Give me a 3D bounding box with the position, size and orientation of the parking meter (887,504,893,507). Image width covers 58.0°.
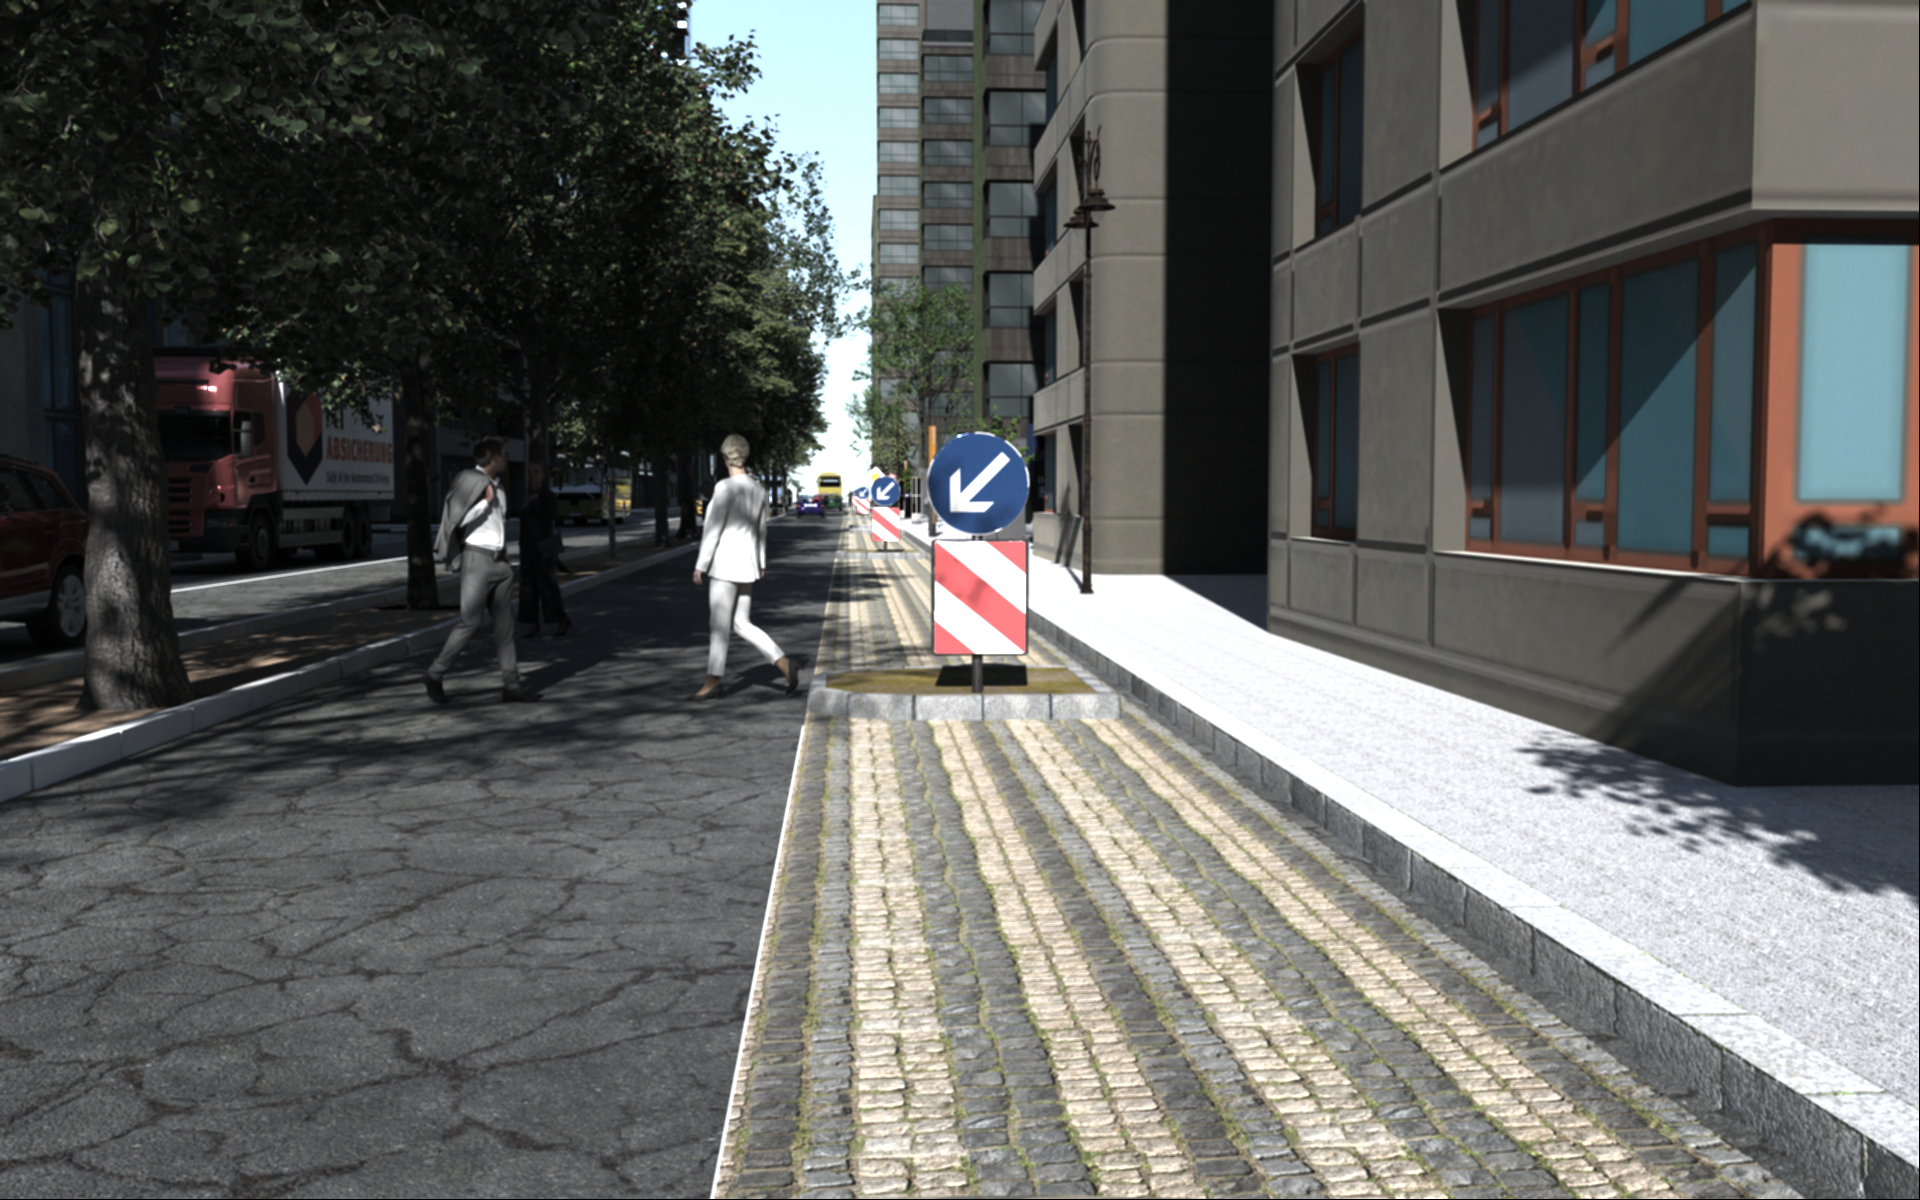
[{"bbox_3d":[-4.311,-5.974,106.081,0.372,1.533,0.369,0,3,0],"label":"parking meter"}]

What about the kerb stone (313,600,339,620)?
[{"bbox_3d":[-7.407,0.138,19.998,0.120,0.150,1.000,0,4,-4],"label":"kerb stone"}]

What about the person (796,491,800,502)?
[{"bbox_3d":[-22.231,-14.029,237.500,0.705,1.869,1.348,0,4,7],"label":"person"}]

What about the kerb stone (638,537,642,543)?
[{"bbox_3d":[-9.315,-1.679,49.641,0.120,0.150,1.000,0,4,-4],"label":"kerb stone"}]

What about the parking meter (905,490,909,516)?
[{"bbox_3d":[-3.132,-5.646,100.726,0.372,1.533,0.369,0,3,0],"label":"parking meter"}]

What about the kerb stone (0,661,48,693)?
[{"bbox_3d":[-6.935,0.572,12.848,0.120,0.150,1.000,0,4,-4],"label":"kerb stone"}]

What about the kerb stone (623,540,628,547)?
[{"bbox_3d":[-9.126,-1.491,46.579,0.120,0.150,1.000,0,4,-4],"label":"kerb stone"}]

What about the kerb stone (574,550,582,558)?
[{"bbox_3d":[-8.587,-0.992,38.409,0.120,0.150,1.000,0,4,-4],"label":"kerb stone"}]

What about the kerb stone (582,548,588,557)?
[{"bbox_3d":[-8.659,-1.052,39.429,0.120,0.150,1.000,0,4,-4],"label":"kerb stone"}]

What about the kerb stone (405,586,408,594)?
[{"bbox_3d":[-7.665,-0.116,24.086,0.120,0.150,1.000,0,4,-4],"label":"kerb stone"}]

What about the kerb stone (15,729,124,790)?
[{"bbox_3d":[-4.567,0.815,8.867,0.120,0.150,1.000,0,4,-4],"label":"kerb stone"}]

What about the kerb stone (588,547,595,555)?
[{"bbox_3d":[-8.728,-1.111,40.454,0.120,0.150,1.000,0,4,-4],"label":"kerb stone"}]

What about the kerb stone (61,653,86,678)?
[{"bbox_3d":[-7.010,0.509,13.874,0.120,0.150,1.000,0,4,-4],"label":"kerb stone"}]

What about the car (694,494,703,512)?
[{"bbox_3d":[-20.567,-7.994,140.931,2.015,1.641,3.980,0,4,-2],"label":"car"}]

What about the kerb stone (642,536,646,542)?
[{"bbox_3d":[-9.384,-1.741,50.661,0.120,0.150,1.000,0,4,-4],"label":"kerb stone"}]

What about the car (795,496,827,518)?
[{"bbox_3d":[-8.936,-5.573,103.703,1.945,1.354,3.894,0,4,-5],"label":"car"}]

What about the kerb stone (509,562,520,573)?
[{"bbox_3d":[-8.195,-0.616,32.263,0.120,0.150,1.000,0,4,-4],"label":"kerb stone"}]

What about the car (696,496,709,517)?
[{"bbox_3d":[-15.936,-6.199,111.584,2.015,1.641,3.980,0,4,-3],"label":"car"}]

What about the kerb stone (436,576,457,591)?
[{"bbox_3d":[-7.796,-0.238,26.132,0.120,0.150,1.000,0,4,-4],"label":"kerb stone"}]

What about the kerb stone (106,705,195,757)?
[{"bbox_3d":[-4.636,0.753,9.887,0.120,0.150,1.000,0,4,-4],"label":"kerb stone"}]

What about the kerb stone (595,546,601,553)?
[{"bbox_3d":[-8.795,-1.179,41.473,0.120,0.150,1.000,0,4,-4],"label":"kerb stone"}]

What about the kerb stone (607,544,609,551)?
[{"bbox_3d":[-8.925,-1.298,43.518,0.120,0.150,1.000,0,4,-4],"label":"kerb stone"}]

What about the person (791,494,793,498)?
[{"bbox_3d":[-28.934,-17.730,298.320,0.705,1.831,1.348,-1,4,-11],"label":"person"}]

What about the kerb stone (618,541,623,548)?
[{"bbox_3d":[-9.059,-1.426,45.557,0.120,0.150,1.000,0,4,-4],"label":"kerb stone"}]

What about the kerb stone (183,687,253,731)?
[{"bbox_3d":[-4.705,0.693,10.914,0.120,0.150,1.000,0,4,-4],"label":"kerb stone"}]

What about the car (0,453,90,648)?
[{"bbox_3d":[-9.237,-0.366,14.665,2.281,1.827,5.304,0,4,-3],"label":"car"}]

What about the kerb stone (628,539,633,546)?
[{"bbox_3d":[-9.180,-1.551,47.600,0.120,0.150,1.000,0,4,-4],"label":"kerb stone"}]

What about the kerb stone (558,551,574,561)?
[{"bbox_3d":[-8.524,-0.928,37.383,0.120,0.150,1.000,0,4,-4],"label":"kerb stone"}]

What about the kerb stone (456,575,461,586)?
[{"bbox_3d":[-7.864,-0.303,27.152,0.120,0.150,1.000,0,4,-4],"label":"kerb stone"}]

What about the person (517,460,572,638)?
[{"bbox_3d":[-4.227,-0.520,17.421,0.576,1.772,0.534,1,4,19],"label":"person"}]

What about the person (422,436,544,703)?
[{"bbox_3d":[-3.295,-0.199,11.858,0.850,1.850,0.679,1,4,10],"label":"person"}]

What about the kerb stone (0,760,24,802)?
[{"bbox_3d":[-4.508,0.878,7.847,0.120,0.150,1.000,0,4,-4],"label":"kerb stone"}]

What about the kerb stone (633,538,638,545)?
[{"bbox_3d":[-9.246,-1.614,48.621,0.120,0.150,1.000,0,4,-4],"label":"kerb stone"}]

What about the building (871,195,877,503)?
[{"bbox_3d":[-2.799,-39.264,265.662,21.300,48.544,21.600,0,4,-4],"label":"building"}]

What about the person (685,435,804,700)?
[{"bbox_3d":[-1.500,-0.222,12.004,0.818,1.842,0.514,0,4,5],"label":"person"}]

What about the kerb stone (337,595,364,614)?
[{"bbox_3d":[-7.464,0.072,21.019,0.120,0.150,1.000,0,4,-4],"label":"kerb stone"}]

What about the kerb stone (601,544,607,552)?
[{"bbox_3d":[-8.859,-1.239,42.494,0.120,0.150,1.000,0,4,-4],"label":"kerb stone"}]

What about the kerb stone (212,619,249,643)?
[{"bbox_3d":[-7.208,0.324,16.934,0.120,0.150,1.000,0,4,-4],"label":"kerb stone"}]

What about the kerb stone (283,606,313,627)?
[{"bbox_3d":[-7.335,0.198,18.979,0.120,0.150,1.000,0,4,-4],"label":"kerb stone"}]

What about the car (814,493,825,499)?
[{"bbox_3d":[-13.180,-9.507,164.486,2.155,1.783,4.494,0,4,-5],"label":"car"}]

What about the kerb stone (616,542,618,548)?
[{"bbox_3d":[-8.987,-1.366,44.538,0.120,0.150,1.000,0,4,-4],"label":"kerb stone"}]

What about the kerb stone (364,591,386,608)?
[{"bbox_3d":[-7.529,0.014,22.041,0.120,0.150,1.000,0,4,-4],"label":"kerb stone"}]

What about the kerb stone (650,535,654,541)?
[{"bbox_3d":[-9.517,-1.867,52.715,0.120,0.150,1.000,0,4,-4],"label":"kerb stone"}]

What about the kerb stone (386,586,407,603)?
[{"bbox_3d":[-7.591,-0.045,23.067,0.120,0.150,1.000,0,4,-4],"label":"kerb stone"}]

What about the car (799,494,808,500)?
[{"bbox_3d":[-26.139,-16.998,289.912,2.014,1.417,4.499,0,4,-5],"label":"car"}]

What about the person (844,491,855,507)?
[{"bbox_3d":[-11.768,-10.835,185.788,1.348,1.807,0.705,-1,4,-23],"label":"person"}]

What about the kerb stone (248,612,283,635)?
[{"bbox_3d":[-7.268,0.259,17.958,0.120,0.150,1.000,0,4,-4],"label":"kerb stone"}]

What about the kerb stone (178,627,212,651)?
[{"bbox_3d":[-7.139,0.384,15.914,0.120,0.150,1.000,0,4,-4],"label":"kerb stone"}]

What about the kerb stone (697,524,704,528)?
[{"bbox_3d":[-10.817,-3.089,72.737,0.120,0.150,1.000,0,4,-4],"label":"kerb stone"}]

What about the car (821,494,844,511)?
[{"bbox_3d":[-11.130,-8.460,150.126,2.131,1.459,4.920,0,4,-4],"label":"car"}]

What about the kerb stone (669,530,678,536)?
[{"bbox_3d":[-10.052,-2.367,60.888,0.120,0.150,1.000,0,4,-4],"label":"kerb stone"}]

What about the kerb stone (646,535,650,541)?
[{"bbox_3d":[-9.452,-1.804,51.690,0.120,0.150,1.000,0,4,-4],"label":"kerb stone"}]
